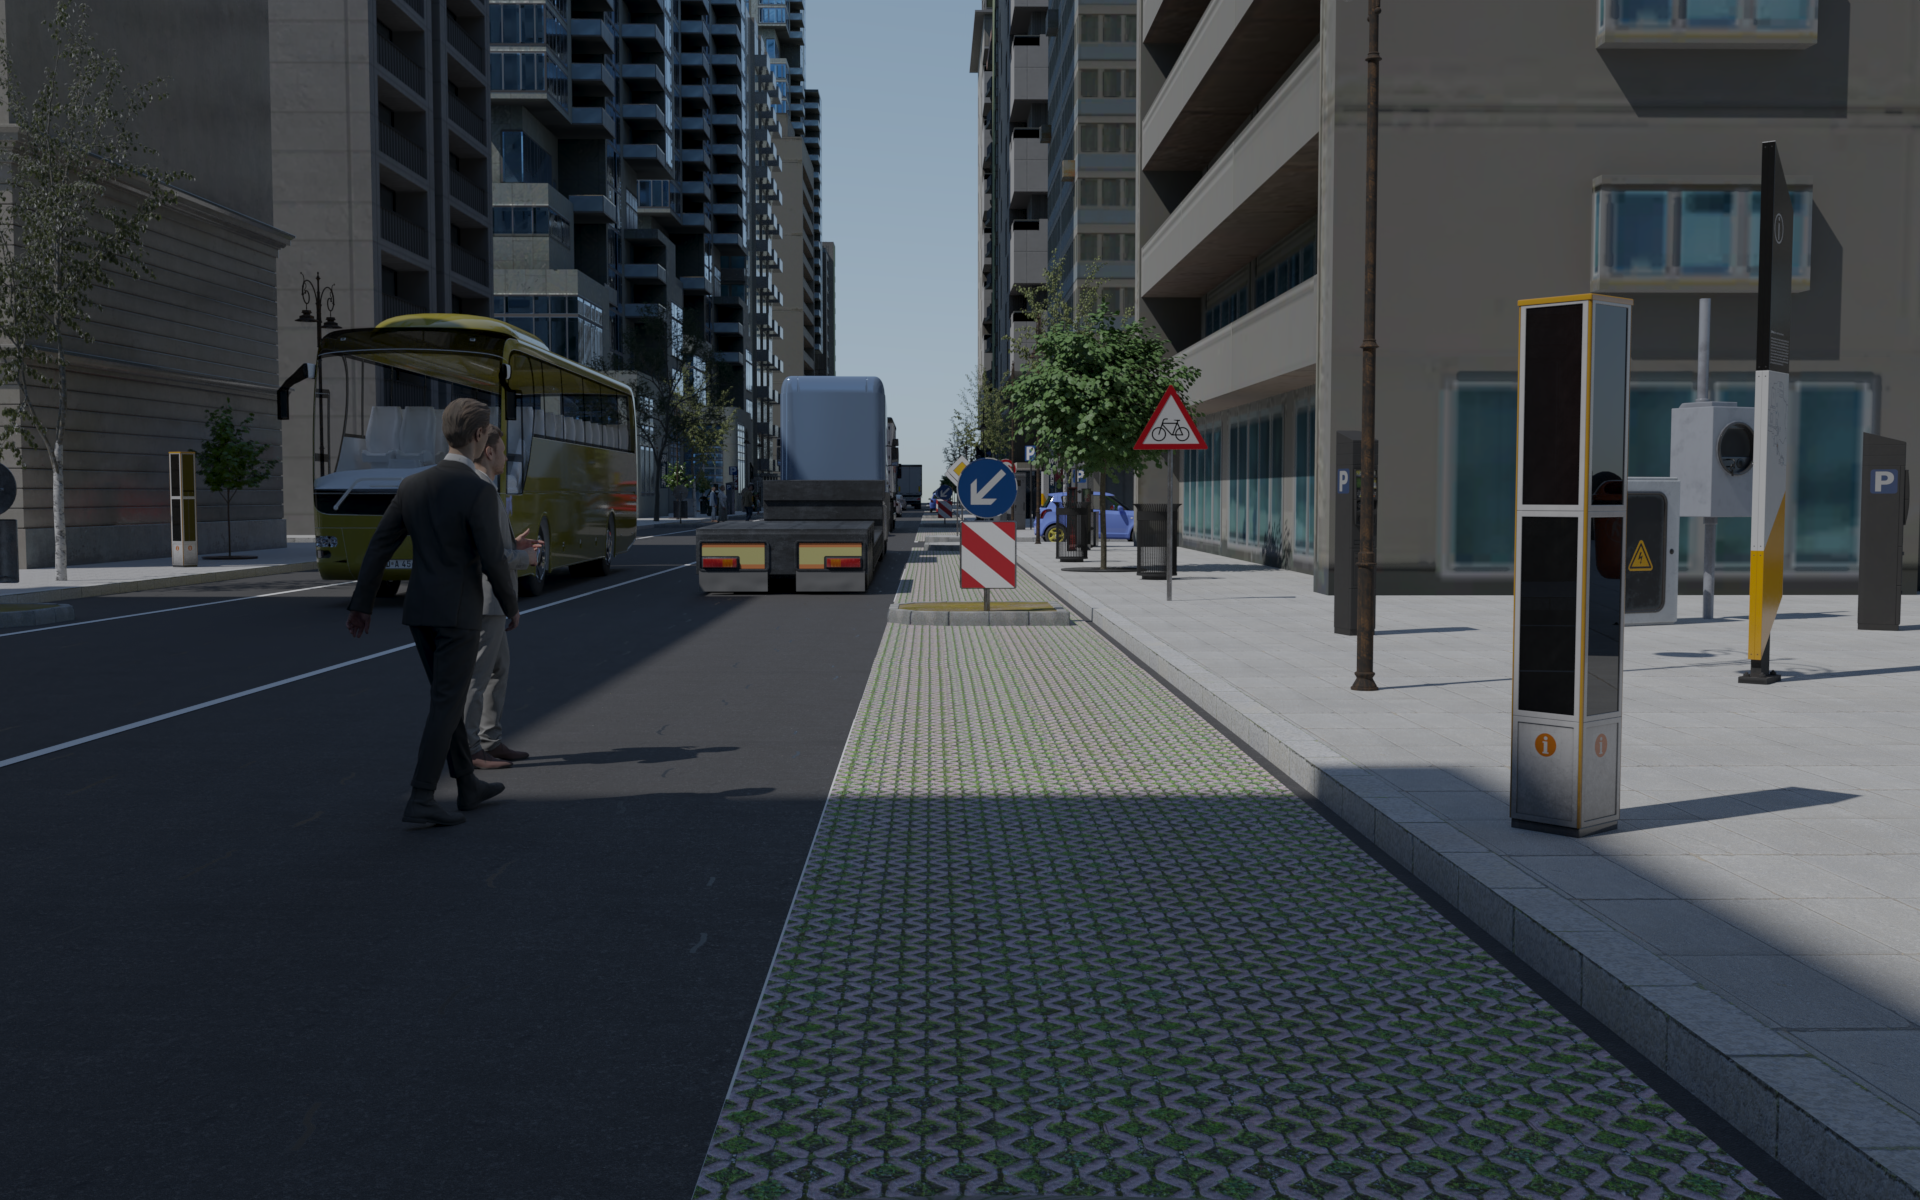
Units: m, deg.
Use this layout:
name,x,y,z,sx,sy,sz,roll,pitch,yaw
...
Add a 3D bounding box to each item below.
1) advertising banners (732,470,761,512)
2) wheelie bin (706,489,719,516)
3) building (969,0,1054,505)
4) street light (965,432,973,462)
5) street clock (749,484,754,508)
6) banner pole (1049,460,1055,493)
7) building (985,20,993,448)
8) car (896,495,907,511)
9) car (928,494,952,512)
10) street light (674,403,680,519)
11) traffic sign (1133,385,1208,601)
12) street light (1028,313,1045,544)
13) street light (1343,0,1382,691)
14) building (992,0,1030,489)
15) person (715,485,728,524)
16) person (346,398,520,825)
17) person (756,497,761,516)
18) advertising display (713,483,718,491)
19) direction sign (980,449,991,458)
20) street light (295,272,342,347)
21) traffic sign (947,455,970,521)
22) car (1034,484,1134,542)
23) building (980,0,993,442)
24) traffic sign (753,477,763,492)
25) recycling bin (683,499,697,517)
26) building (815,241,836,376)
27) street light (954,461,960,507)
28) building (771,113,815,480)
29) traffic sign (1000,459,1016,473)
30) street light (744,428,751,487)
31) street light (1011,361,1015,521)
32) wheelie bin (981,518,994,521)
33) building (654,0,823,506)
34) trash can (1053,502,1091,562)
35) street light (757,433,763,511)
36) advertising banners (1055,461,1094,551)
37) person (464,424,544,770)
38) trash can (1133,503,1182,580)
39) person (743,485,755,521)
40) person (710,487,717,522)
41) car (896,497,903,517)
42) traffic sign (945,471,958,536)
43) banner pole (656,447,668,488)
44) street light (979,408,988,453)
name,x,y,z,sx,sy,sz,roll,pitch,yaw
advertising banners,-15.240,-7.775,123.308,2.074,3.025,0.090,0,4,0
wheelie bin,-14.319,-5.670,100.614,0.693,1.594,0.980,1,4,13
building,15.655,-36.576,187.260,28.713,52.752,27.495,0,4,-1
street light,0.828,-9.387,126.262,0.468,5.910,1.993,0,4,-1
street clock,-14.781,-7.228,122.753,0.358,2.002,0.471,-2,4,-33
banner pole,5.074,-6.601,97.944,0.863,3.779,0.401,1,4,14
building,13.554,-30.866,159.278,22.147,44.769,28.867,0,4,-1
car,-5.641,-8.452,150.558,2.083,1.381,4.827,0,4,1
car,-1.572,-7.853,137.990,1.945,1.707,3.694,0,4,-1
street light,-14.258,-7.007,87.349,0.468,5.910,1.993,0,4,-1
traffic sign,2.511,-1.267,20.714,0.884,2.594,0.081,0,4,2
street light,2.004,-4.374,44.297,0.468,5.910,1.993,0,4,-1
street light,2.651,-2.348,11.171,0.468,5.910,1.993,0,4,-1
building,9.539,-27.785,137.878,14.154,41.232,14.086,0,4,-1
person,-9.666,-3.750,70.043,0.641,1.798,0.478,1,4,21
person,-2.219,0.038,7.654,0.659,1.850,0.755,2,4,28
person,-13.058,-6.044,112.000,0.352,1.250,0.332,1,4,16
advertising display,-14.723,-6.073,104.506,0.123,1.923,0.974,-1,4,-19
direction sign,1.231,-5.840,87.485,0.876,3.537,0.379,-3,5,-39
street light,-13.345,-3.877,36.178,0.468,5.910,1.993,0,4,-1
traffic sign,0.055,-2.509,44.665,0.795,2.450,0.064,0,4,-1
car,3.900,-2.363,48.221,3.694,1.707,1.945,0,4,-1
building,11.248,-49.669,250.344,20.563,71.187,20.611,0,4,-1
traffic sign,-14.691,-7.693,125.894,0.768,2.556,0.104,0,4,0
recycling bin,-15.239,-5.203,97.629,0.722,1.027,0.722,0,4,-4
building,-26.941,-36.038,272.810,14.154,41.232,14.086,0,4,-1
street light,-0.068,-12.118,170.910,0.468,5.910,1.993,0,4,-1
building,-30.178,-36.700,223.748,21.300,48.544,21.600,0,4,-1
traffic sign,1.669,-3.842,62.926,0.768,2.556,0.104,1,4,9
street light,-14.896,-9.069,121.071,0.468,5.910,1.993,0,4,-1
street light,1.831,-5.342,60.126,0.468,5.910,1.993,0,4,-1
wheelie bin,1.350,-4.500,81.487,0.980,1.594,0.693,0,4,3
building,-29.772,-57.259,248.850,22.319,86.520,31.000,0,4,-1
trash can,2.111,-1.286,32.686,0.748,1.137,0.748,0,3,0
street light,-14.909,-9.564,129.157,0.468,5.910,1.993,0,4,-1
advertising banners,2.534,-2.613,38.916,0.090,3.025,2.074,2,4,29
person,-2.415,-0.024,9.093,0.583,1.804,0.606,-2,4,-35
trash can,2.959,-0.878,26.006,0.748,1.137,0.748,0,3,0
person,-9.138,-4.067,74.912,0.656,1.842,0.836,1,4,18
person,-12.640,-4.906,88.901,0.419,1.800,0.721,-1,4,-18
car,-4.583,-5.829,107.658,2.083,1.381,4.827,0,4,0
traffic sign,-0.081,-2.997,52.649,0.795,2.450,0.064,0,4,-1
banner pole,-15.819,-6.220,91.711,0.863,3.779,0.401,-3,5,-43
street light,1.251,-7.364,93.193,0.468,5.910,1.993,0,4,-1
